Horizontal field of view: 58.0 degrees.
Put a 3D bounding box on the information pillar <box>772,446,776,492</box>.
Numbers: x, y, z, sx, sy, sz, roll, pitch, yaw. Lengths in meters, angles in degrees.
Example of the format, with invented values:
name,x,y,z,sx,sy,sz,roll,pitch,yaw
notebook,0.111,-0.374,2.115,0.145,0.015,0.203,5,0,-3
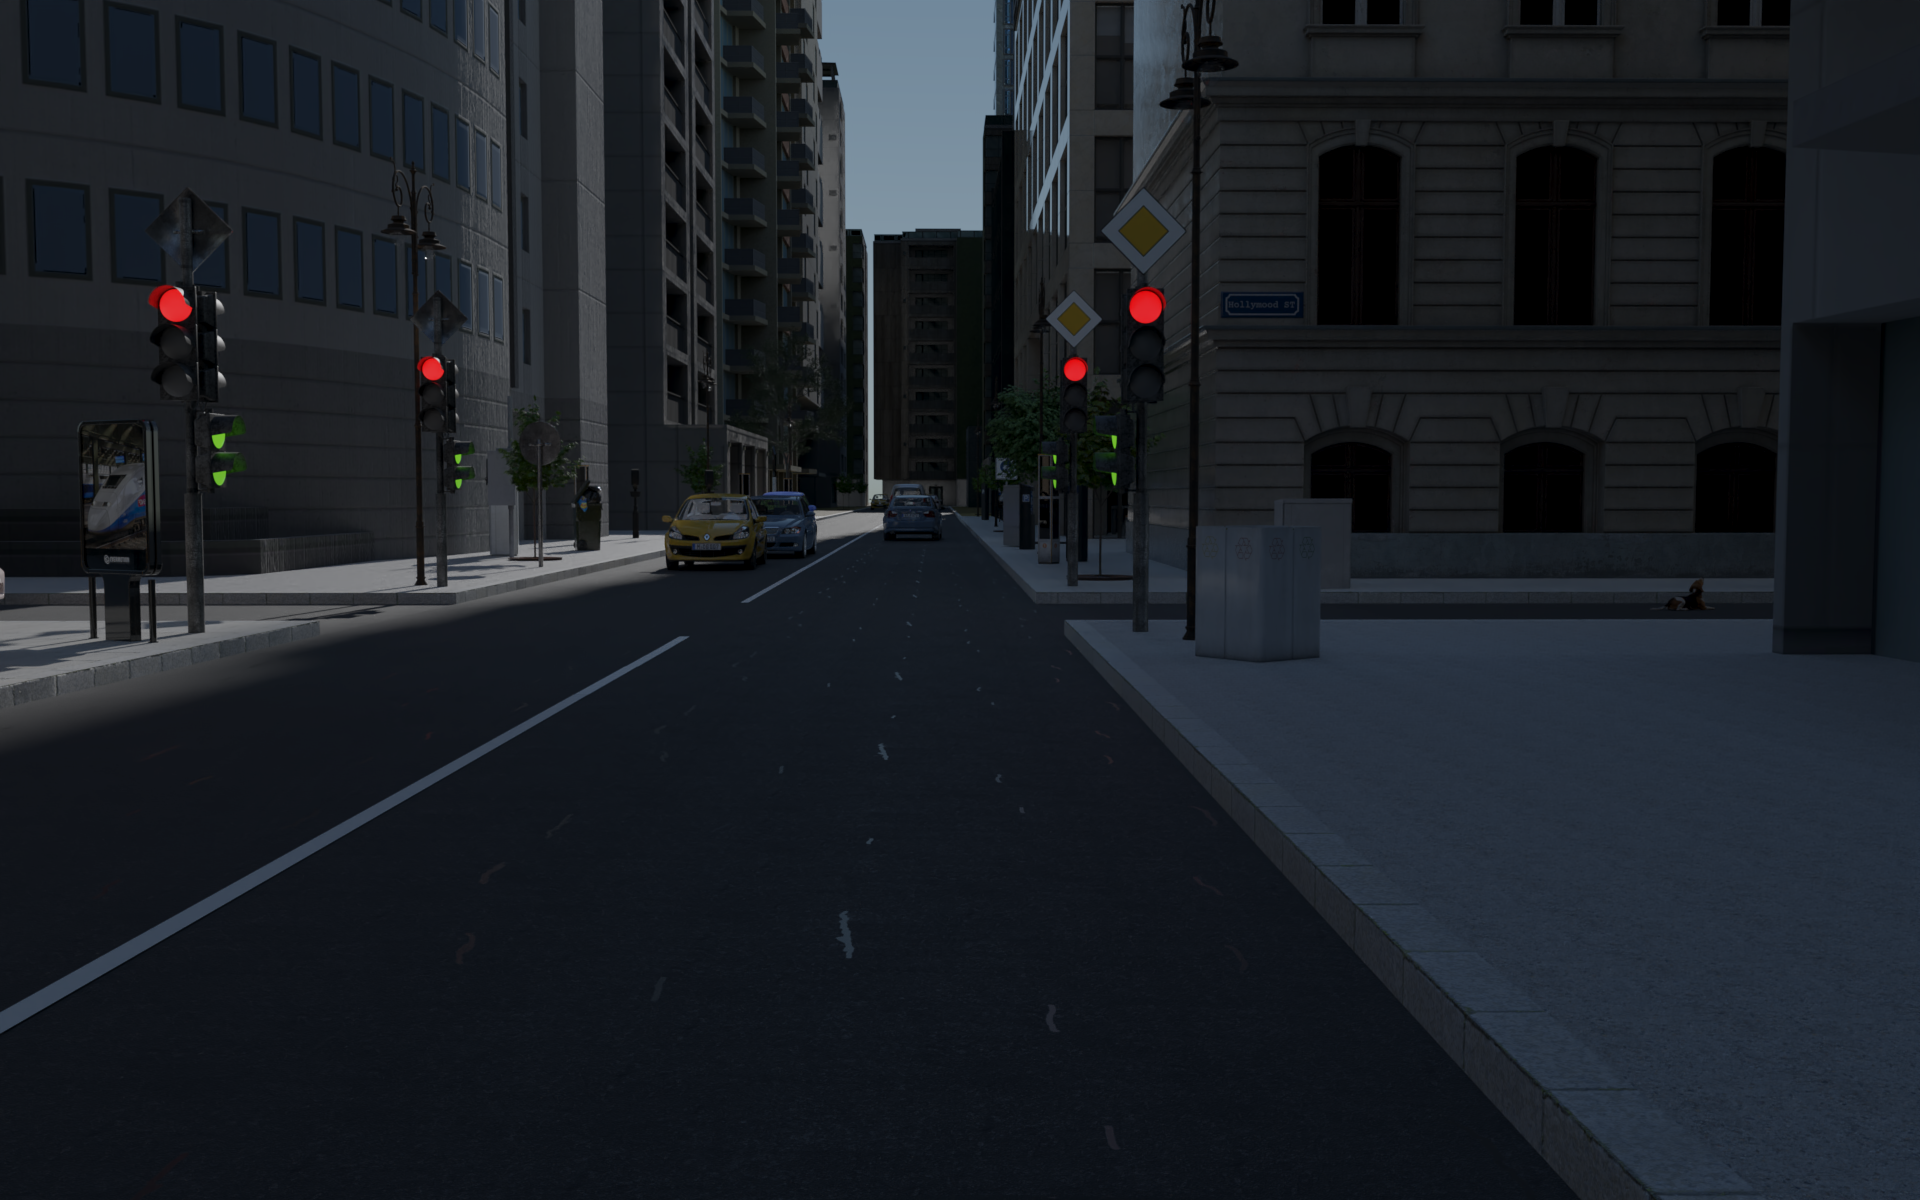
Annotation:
name,x,y,z,sx,sy,sz,roll,pitch,yaw
information pillar,-9.075,-5.706,84.643,0.183,3.616,0.504,-1,4,-18

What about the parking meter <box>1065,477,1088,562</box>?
name,x,y,z,sx,sy,sz,roll,pitch,yaw
parking meter,2.213,-1.663,32.907,0.399,1.863,0.255,3,4,38

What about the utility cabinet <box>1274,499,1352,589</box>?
name,x,y,z,sx,sy,sz,roll,pitch,yaw
utility cabinet,4.774,-0.753,23.470,1.020,1.237,0.306,-1,4,-15

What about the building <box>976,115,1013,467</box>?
name,x,y,z,sx,sy,sz,roll,pitch,yaw
building,8.717,-22.243,135.377,14.160,30.474,14.107,0,4,-1

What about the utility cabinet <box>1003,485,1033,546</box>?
name,x,y,z,sx,sy,sz,roll,pitch,yaw
utility cabinet,1.420,-2.048,42.159,0.318,1.500,1.173,-1,4,-21

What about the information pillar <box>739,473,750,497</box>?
name,x,y,z,sx,sy,sz,roll,pitch,yaw
information pillar,-7.686,-3.501,61.741,0.304,2.012,0.304,-2,4,-32

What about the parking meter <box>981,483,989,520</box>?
name,x,y,z,sx,sy,sz,roll,pitch,yaw
parking meter,1.241,-4.861,85.182,0.255,1.863,0.399,-2,4,-31

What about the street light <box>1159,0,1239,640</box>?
name,x,y,z,sx,sy,sz,roll,pitch,yaw
street light,2.050,-2.587,15.086,0.468,5.910,1.993,0,4,-1

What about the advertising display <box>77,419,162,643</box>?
name,x,y,z,sx,sy,sz,roll,pitch,yaw
advertising display,-7.328,-0.605,15.113,0.974,1.923,0.123,2,4,31

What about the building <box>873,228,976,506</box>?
name,x,y,z,sx,sy,sz,roll,pitch,yaw
building,-2.555,-25.658,191.211,14.107,30.474,14.160,0,4,-1

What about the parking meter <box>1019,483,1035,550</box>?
name,x,y,z,sx,sy,sz,roll,pitch,yaw
parking meter,1.556,-1.937,40.073,0.372,1.533,0.369,0,3,0

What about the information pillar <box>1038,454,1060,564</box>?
name,x,y,z,sx,sy,sz,roll,pitch,yaw
information pillar,1.634,-1.670,31.789,0.304,2.012,0.304,2,4,35

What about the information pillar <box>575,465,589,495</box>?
name,x,y,z,sx,sy,sz,roll,pitch,yaw
information pillar,-9.651,-2.431,44.247,0.304,2.012,0.304,0,4,1

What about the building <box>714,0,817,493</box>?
name,x,y,z,sx,sy,sz,roll,pitch,yaw
building,-21.022,-28.035,112.998,22.147,44.769,28.867,0,4,-1

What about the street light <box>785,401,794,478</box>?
name,x,y,z,sx,sy,sz,roll,pitch,yaw
street light,-8.426,-6.914,85.829,0.468,5.910,1.993,0,4,-1

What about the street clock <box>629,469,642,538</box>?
name,x,y,z,sx,sy,sz,roll,pitch,yaw
street clock,-9.429,-2.798,50.317,0.358,2.002,0.471,-1,4,-10

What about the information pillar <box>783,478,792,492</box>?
name,x,y,z,sx,sy,sz,roll,pitch,yaw
information pillar,-8.022,-4.666,80.785,0.304,2.012,0.304,2,4,25

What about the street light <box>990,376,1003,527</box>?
name,x,y,z,sx,sy,sz,roll,pitch,yaw
street light,1.415,-5.814,67.845,0.468,5.910,1.993,0,4,-1

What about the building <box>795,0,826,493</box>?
name,x,y,z,sx,sy,sz,roll,pitch,yaw
building,-25.264,-33.747,141.003,28.713,52.752,27.495,0,4,-1

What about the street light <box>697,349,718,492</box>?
name,x,y,z,sx,sy,sz,roll,pitch,yaw
street light,-8.051,-5.049,55.337,0.468,5.910,1.993,0,4,-1

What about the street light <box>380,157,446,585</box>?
name,x,y,z,sx,sy,sz,roll,pitch,yaw
street light,-7.593,-3.146,24.221,0.468,5.910,1.993,0,4,-1

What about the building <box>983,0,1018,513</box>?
name,x,y,z,sx,sy,sz,roll,pitch,yaw
building,12.025,-41.505,116.852,20.563,71.187,20.611,0,4,-1

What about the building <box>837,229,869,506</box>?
name,x,y,z,sx,sy,sz,roll,pitch,yaw
building,-17.214,-25.598,190.221,14.107,30.474,14.160,0,4,-1

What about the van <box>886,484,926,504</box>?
name,x,y,z,sx,sy,sz,roll,pitch,yaw
van,-2.155,-4.061,73.410,2.013,2.044,4.112,0,3,0

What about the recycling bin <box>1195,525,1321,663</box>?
name,x,y,z,sx,sy,sz,roll,pitch,yaw
recycling bin,2.343,-0.066,13.628,0.722,1.027,0.722,-3,4,-38

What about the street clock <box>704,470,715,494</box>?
name,x,y,z,sx,sy,sz,roll,pitch,yaw
street clock,-7.573,-2.921,52.329,0.358,2.002,0.471,-1,4,-15

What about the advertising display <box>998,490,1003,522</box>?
name,x,y,z,sx,sy,sz,roll,pitch,yaw
advertising display,2.112,-4.501,78.802,0.123,1.923,0.974,-3,5,-44

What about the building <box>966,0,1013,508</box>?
name,x,y,z,sx,sy,sz,roll,pitch,yaw
building,12.019,-51.633,156.863,22.319,86.520,31.000,0,4,-1

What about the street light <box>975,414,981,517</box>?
name,x,y,z,sx,sy,sz,roll,pitch,yaw
street light,1.023,-7.679,98.337,0.468,5.910,1.993,0,4,-1

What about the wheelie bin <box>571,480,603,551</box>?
name,x,y,z,sx,sy,sz,roll,pitch,yaw
wheelie bin,-8.482,-1.929,39.454,0.693,1.594,0.980,-1,4,-19

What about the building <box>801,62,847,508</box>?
name,x,y,z,sx,sy,sz,roll,pitch,yaw
building,-18.089,-29.553,166.781,14.086,41.232,14.154,0,4,-1

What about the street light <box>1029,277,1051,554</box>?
name,x,y,z,sx,sy,sz,roll,pitch,yaw
street light,1.743,-3.934,37.103,0.468,5.910,1.993,0,4,-1
